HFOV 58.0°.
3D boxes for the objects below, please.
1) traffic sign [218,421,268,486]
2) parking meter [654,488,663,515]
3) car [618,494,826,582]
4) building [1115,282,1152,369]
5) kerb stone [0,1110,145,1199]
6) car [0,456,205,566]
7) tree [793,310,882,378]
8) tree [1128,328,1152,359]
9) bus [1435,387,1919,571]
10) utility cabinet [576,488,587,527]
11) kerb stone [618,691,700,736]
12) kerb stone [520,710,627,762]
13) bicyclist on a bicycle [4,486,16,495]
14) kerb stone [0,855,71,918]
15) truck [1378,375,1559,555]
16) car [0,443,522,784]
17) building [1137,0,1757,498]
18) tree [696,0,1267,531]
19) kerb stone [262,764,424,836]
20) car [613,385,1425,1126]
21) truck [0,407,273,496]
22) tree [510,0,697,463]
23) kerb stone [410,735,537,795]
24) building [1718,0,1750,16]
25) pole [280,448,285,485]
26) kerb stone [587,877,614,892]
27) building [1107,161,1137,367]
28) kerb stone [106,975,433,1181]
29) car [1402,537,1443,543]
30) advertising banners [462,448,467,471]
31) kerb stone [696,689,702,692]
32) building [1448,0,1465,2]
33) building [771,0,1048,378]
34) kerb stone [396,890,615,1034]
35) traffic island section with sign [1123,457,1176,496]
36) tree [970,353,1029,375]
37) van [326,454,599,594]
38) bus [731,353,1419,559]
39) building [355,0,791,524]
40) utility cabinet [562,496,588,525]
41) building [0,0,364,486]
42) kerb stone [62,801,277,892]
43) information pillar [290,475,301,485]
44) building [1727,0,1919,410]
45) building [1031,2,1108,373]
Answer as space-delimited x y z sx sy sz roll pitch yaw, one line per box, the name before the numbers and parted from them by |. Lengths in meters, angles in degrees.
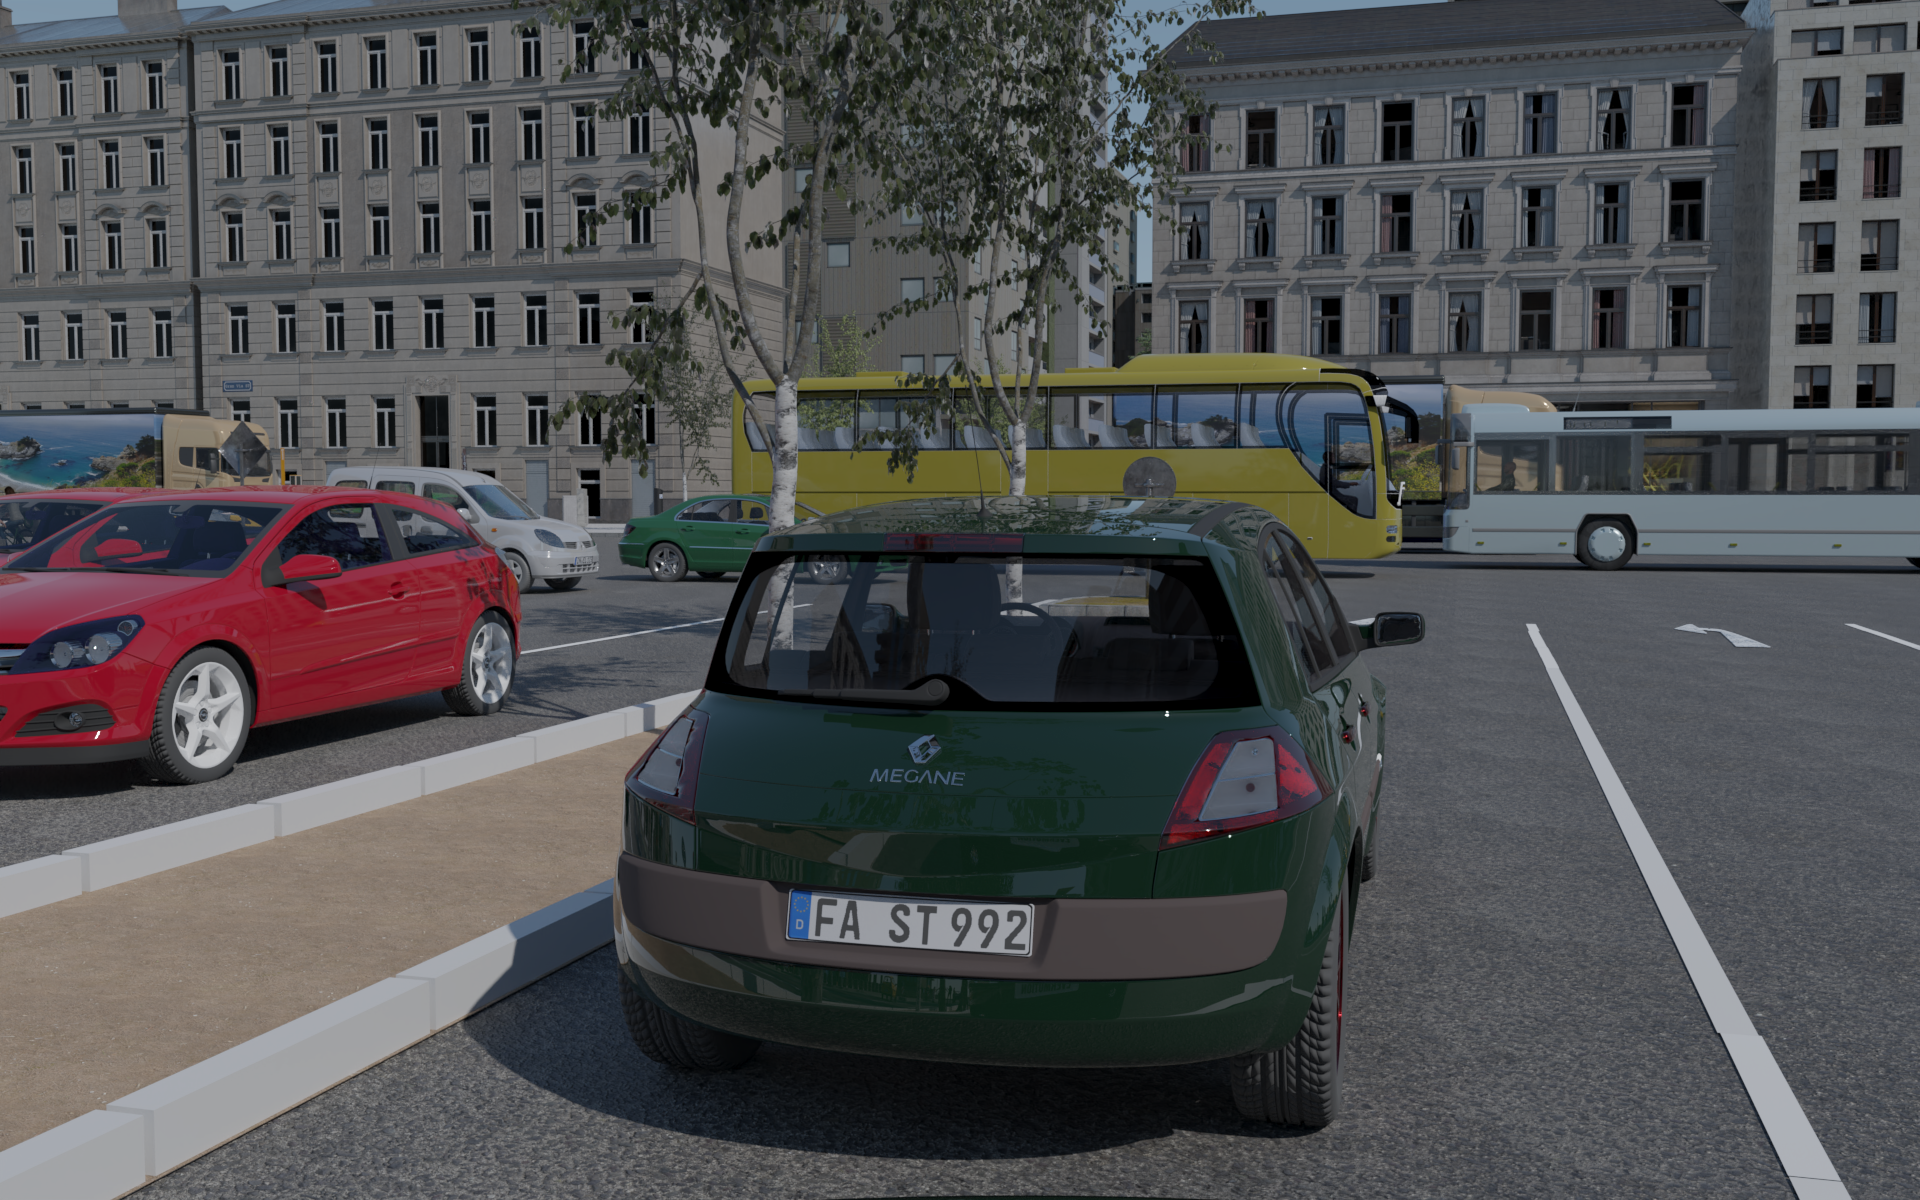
traffic sign | -9.837 -1.231 23.765 0.795 2.450 0.064 1 4 16
parking meter | -12.281 -3.800 70.544 0.372 1.533 0.369 0 3 0
car | -3.211 -1.024 28.539 4.920 1.459 2.131 1 4 18
building | 28.587 -28.309 234.551 14.107 30.474 14.160 1 4 16
kerb stone | -1.883 1.167 3.117 0.120 0.150 1.000 1 4 16
car | -6.838 -0.259 13.281 2.155 1.783 4.494 1 4 15
tree | -5.005 -7.236 68.675 4.737 8.622 4.395 0 3 0
tree | 15.706 -13.028 119.671 9.857 13.997 8.962 0 3 0
bus | 15.036 -2.301 32.477 13.247 3.499 2.948 1 4 16
utility cabinet | -14.687 -3.589 67.351 0.318 1.500 1.173 0 4 -7
kerb stone | -1.873 0.706 10.659 0.120 0.150 1.000 1 4 16
kerb stone | -2.160 0.766 9.664 0.120 0.150 1.000 1 4 16
bicyclist on a bicycle | -22.056 -1.842 40.139 1.625 1.676 1.499 1 4 17
kerb stone | -3.318 1.014 5.690 0.120 0.150 1.000 1 4 16
truck | 9.467 -3.275 42.452 11.283 4.237 2.839 1 4 14
car | -4.248 -0.061 10.042 2.155 1.783 4.494 1 4 14
building | 10.028 -13.522 72.000 40.483 20.767 10.553 1 4 16
tree | 0.517 -3.792 14.815 4.360 8.622 3.978 0 3 0
kerb stone | -2.734 0.888 7.687 0.120 0.150 1.000 1 4 16
car | 0.428 0.263 5.479 2.009 1.686 4.222 1 4 15
truck | -27.635 -4.204 57.641 11.283 4.237 2.839 1 4 18
tree | -0.915 -3.460 9.389 4.360 8.622 3.978 0 3 0
kerb stone | -2.445 0.831 8.678 0.120 0.150 1.000 1 4 16
building | 92.980 -47.667 217.611 20.611 71.187 20.563 1 4 16
pole | -29.947 -5.063 76.620 0.158 3.312 0.155 0 3 0
kerb stone | -1.021 0.988 6.076 0.120 0.150 1.000 1 4 16
building | 12.460 -37.845 242.471 21.600 48.544 21.300 1 4 16
kerb stone | -1.596 1.106 4.104 0.120 0.150 1.000 1 4 16
car | 11.826 -1.980 44.954 3.894 1.354 1.945 1 4 14
advertising banners | -18.533 -4.242 65.536 0.090 3.025 2.074 -2 4 -30
kerb stone | -1.590 0.652 11.646 0.120 0.150 1.000 1 4 16
building | 72.989 -47.977 222.667 20.611 71.187 20.563 1 4 16
building | -8.632 -33.480 136.635 28.713 52.752 27.495 1 4 16
kerb stone | -1.309 1.047 5.090 0.120 0.150 1.000 1 4 16
traffic island section with sign | 2.135 -0.762 20.603 2.006 1.907 1.989 1 4 16
tree | 1.439 -8.547 90.098 4.737 8.622 4.395 0 3 0
van | -7.423 -1.146 25.746 4.112 2.044 2.013 1 4 16
bus | 1.987 -2.442 31.474 12.252 3.916 2.896 1 4 15
building | -21.777 -17.380 81.424 25.104 27.353 12.463 1 4 16
utility cabinet | -16.110 -3.754 72.547 1.020 1.237 0.306 -1 4 -20
building | -45.693 -17.848 89.071 25.104 27.353 12.463 1 4 16
kerb stone | -3.029 0.950 6.688 0.120 0.150 1.000 1 4 16
information pillar | -25.763 -3.836 67.209 0.304 2.012 0.304 2 4 24
building | 38.074 -12.764 63.451 16.860 20.320 10.420 1 4 16
building | -0.951 -37.865 161.086 28.212 58.520 21.231 1 4 16
